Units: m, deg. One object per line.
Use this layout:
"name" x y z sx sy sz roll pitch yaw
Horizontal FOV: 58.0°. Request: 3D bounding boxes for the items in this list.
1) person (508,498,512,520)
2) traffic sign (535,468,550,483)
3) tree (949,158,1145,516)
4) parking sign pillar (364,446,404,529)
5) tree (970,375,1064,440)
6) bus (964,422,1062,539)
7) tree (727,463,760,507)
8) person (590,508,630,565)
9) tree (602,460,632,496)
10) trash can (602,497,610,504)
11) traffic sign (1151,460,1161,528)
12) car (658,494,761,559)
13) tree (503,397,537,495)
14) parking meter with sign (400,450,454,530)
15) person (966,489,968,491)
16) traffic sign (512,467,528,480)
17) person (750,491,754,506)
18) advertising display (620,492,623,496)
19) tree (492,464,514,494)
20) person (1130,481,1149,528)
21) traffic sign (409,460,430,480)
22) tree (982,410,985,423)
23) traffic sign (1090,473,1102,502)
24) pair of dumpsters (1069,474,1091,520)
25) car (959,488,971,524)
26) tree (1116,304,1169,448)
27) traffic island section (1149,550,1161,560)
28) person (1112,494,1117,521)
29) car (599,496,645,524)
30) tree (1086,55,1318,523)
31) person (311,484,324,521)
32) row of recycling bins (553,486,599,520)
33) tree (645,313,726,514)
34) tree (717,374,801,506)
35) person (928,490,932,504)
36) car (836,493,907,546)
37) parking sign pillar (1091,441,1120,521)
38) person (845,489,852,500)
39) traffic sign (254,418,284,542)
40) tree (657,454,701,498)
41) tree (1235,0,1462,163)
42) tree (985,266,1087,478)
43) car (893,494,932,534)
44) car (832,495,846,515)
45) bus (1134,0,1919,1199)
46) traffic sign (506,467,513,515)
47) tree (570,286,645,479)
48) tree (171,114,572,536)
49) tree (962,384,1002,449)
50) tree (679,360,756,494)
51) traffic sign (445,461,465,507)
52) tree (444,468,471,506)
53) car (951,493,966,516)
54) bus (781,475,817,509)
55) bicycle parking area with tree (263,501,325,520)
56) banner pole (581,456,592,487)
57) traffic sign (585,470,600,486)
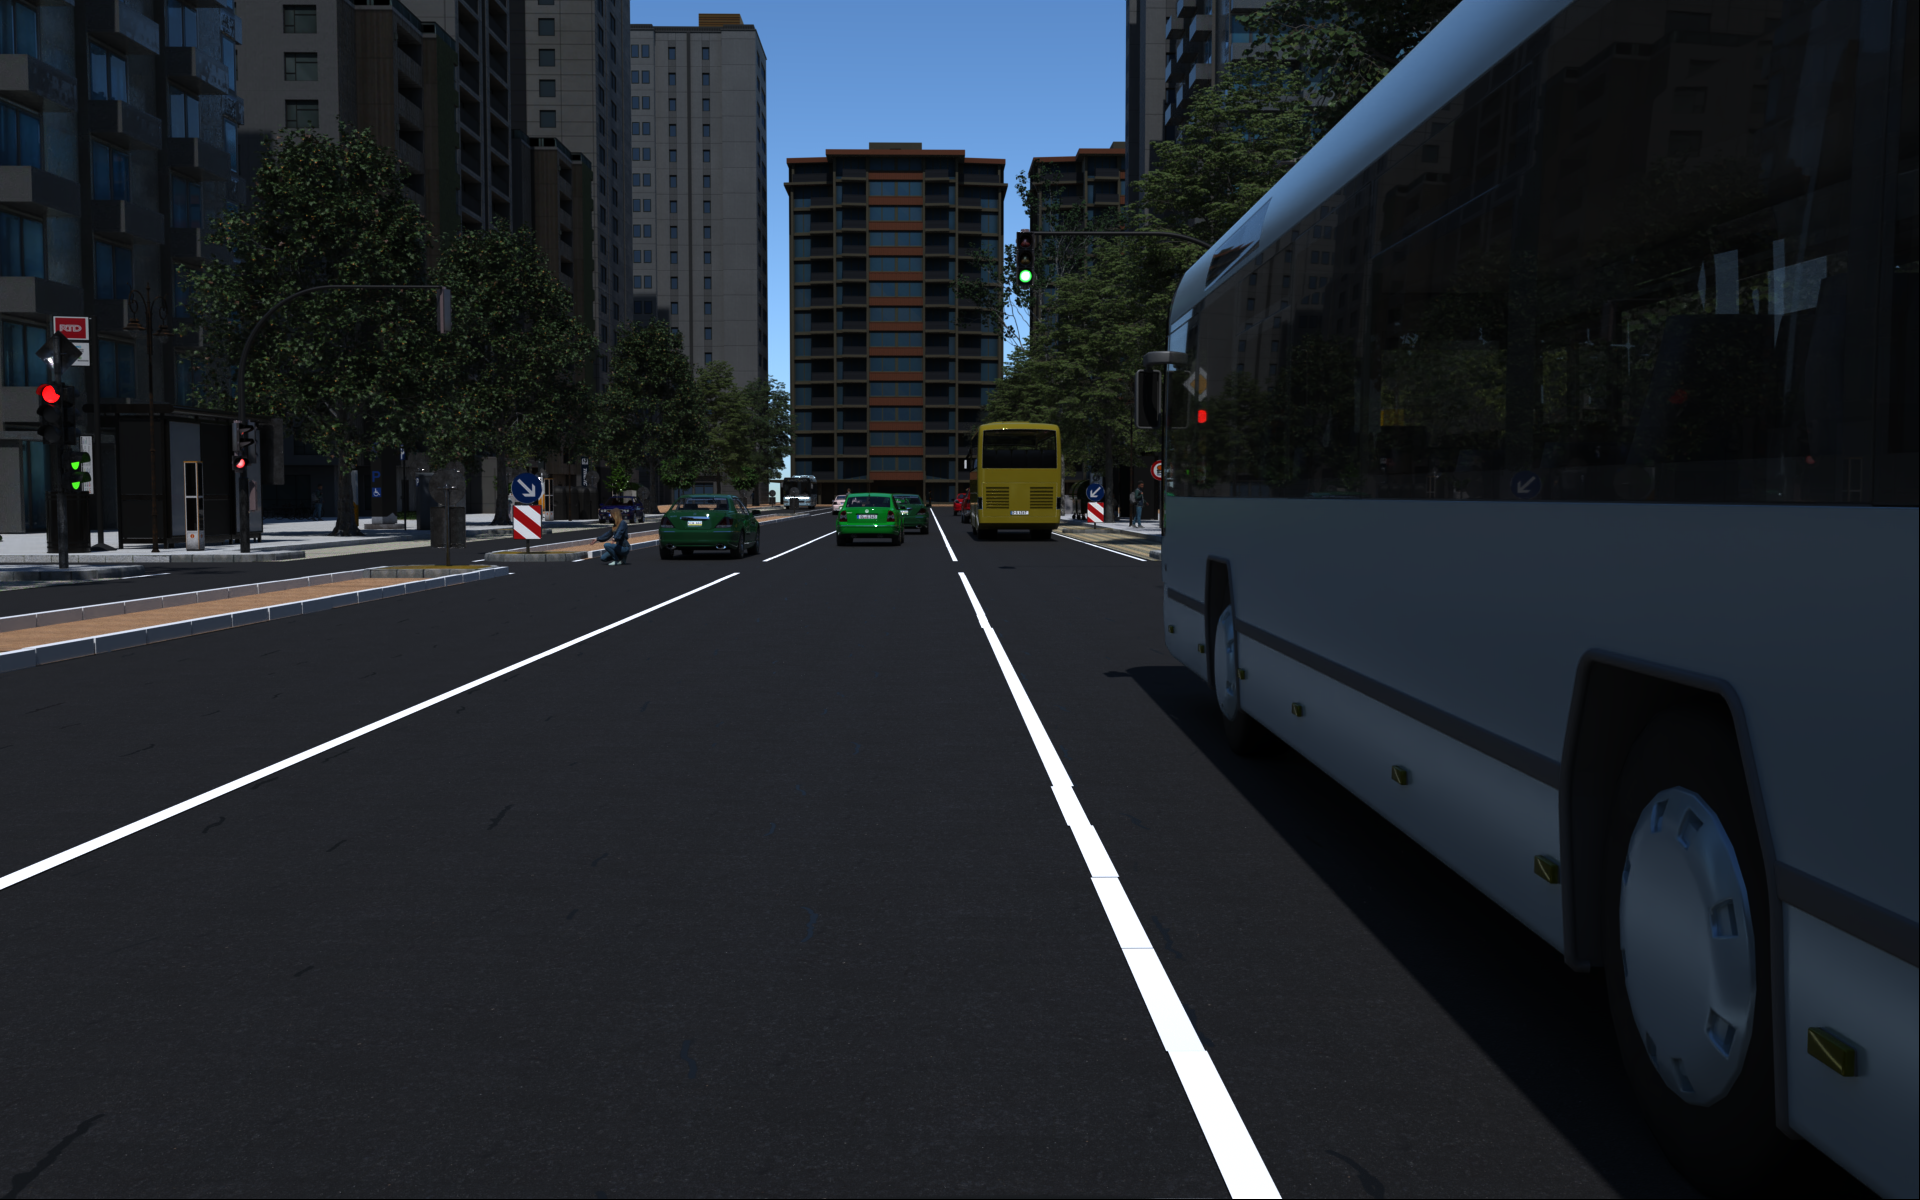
"person" -21.372 -4.377 81.886 0.425 1.301 0.394 -1 4 -12
"traffic sign" -20.864 -5.303 86.433 0.795 2.593 0.064 0 4 2
"tree" 4.728 -14.979 100.788 12.611 20.169 13.585 0 3 0
"parking sign pillar" -21.199 -4.601 63.703 1.447 3.967 1.447 0 4 5
"tree" 5.491 -14.796 158.916 9.611 12.733 9.660 0 3 0
"bus" 1.681 -4.058 57.899 2.896 3.916 12.252 0 4 -1
"tree" -21.801 -11.666 174.447 4.285 4.588 4.351 0 3 0
"person" -6.996 -1.280 34.920 0.738 1.151 1.012 -1 4 -23
"tree" -19.278 -6.285 97.363 1.663 3.219 1.824 0 3 0
"trash can" -18.549 -4.884 91.508 0.748 1.137 0.748 0 3 0
"traffic sign" 7.507 -3.956 64.782 0.768 2.556 0.104 0 4 3
"car" -5.696 -1.702 39.628 2.131 1.459 4.920 0 4 0
"tree" -27.998 -9.676 108.566 4.737 8.622 4.395 0 3 0
"parking meter with sign" -18.943 -3.998 61.623 1.738 3.016 0.543 -3 4 -37
"person" 0.469 -6.138 109.085 0.641 1.798 0.478 0 4 2
"traffic sign" -20.372 -4.896 80.154 0.768 2.556 0.104 0 4 5
"person" -23.089 -11.342 193.933 1.348 1.826 0.705 3 5 43
"advertising display" -19.553 -5.795 99.964 0.123 1.923 0.974 0 4 -7
"tree" -26.405 -6.522 101.240 1.663 3.219 1.824 0 3 0
"person" 6.711 -3.578 64.886 0.721 1.781 0.623 0 4 5
"traffic sign" -19.937 -3.900 63.875 0.768 2.556 0.104 0 4 2
"tree" 5.258 -12.600 124.138 7.486 12.596 7.792 0 3 0
"traffic sign" 6.478 -4.907 82.362 0.606 2.300 0.079 0 4 2
"pair of dumpsters" 6.420 -5.154 86.760 1.574 2.255 4.437 0 4 -1
"car" 1.124 -4.704 85.579 2.281 1.827 5.304 0 4 -2
"tree" 7.613 -6.612 58.468 4.360 8.622 3.978 0 3 0
"traffic island section" 5.295 -0.979 38.292 2.009 0.180 2.903 0 4 -1
"person" 7.061 -4.280 80.290 0.475 1.303 0.640 -2 4 -32
"car" -16.512 -4.403 84.572 1.945 1.354 3.894 0 4 -1
"tree" 7.392 -7.809 45.797 7.486 12.596 7.792 0 3 0
"person" -30.661 -4.672 82.780 0.721 1.781 0.623 -3 5 -40
"row of recycling bins" -19.220 -4.852 86.440 1.069 1.692 3.534 2 4 23
"tree" -19.690 -11.814 110.160 9.611 12.733 9.660 0 3 0
"tree" -21.852 -17.014 184.838 9.857 13.997 8.962 0 3 0
"person" -2.988 -10.173 174.459 0.705 1.869 1.348 0 4 4
"car" -2.513 -2.473 49.224 1.959 1.807 4.718 0 4 0
"parking sign pillar" 6.985 -5.810 83.461 1.447 3.967 1.447 0 4 6
"person" -7.303 -6.321 112.119 0.573 1.790 0.520 3 4 38
"traffic sign" -19.186 -3.202 46.224 2.265 3.308 0.079 0 4 -1
"tree" -20.493 -8.753 126.819 4.285 4.588 4.351 0 3 0
"tree" 7.882 -6.893 19.362 9.857 13.997 8.962 0 3 0
"tree" 6.511 -9.676 76.326 7.486 12.596 7.792 0 3 0
"car" -2.075 -3.130 62.978 2.131 1.459 4.920 0 4 -2
"car" -7.827 -6.565 119.705 2.083 1.381 4.827 0 4 -1
"bus" 2.699 -0.722 6.669 2.948 3.499 13.247 0 3 0
"traffic sign" -21.096 -4.931 80.732 0.768 2.556 0.104 0 4 -1
"tree" -18.856 -9.423 71.070 9.611 12.733 9.660 0 3 0
"tree" -18.943 -8.306 52.808 9.611 12.733 9.660 0 3 0
"tree" 5.186 -16.597 181.729 12.009 13.543 11.850 0 3 0
"tree" -20.903 -13.998 146.994 7.486 12.596 7.792 0 3 0
"traffic sign" -19.140 -4.007 65.623 0.768 2.556 0.104 0 4 3
"tree" -23.133 -5.123 78.362 1.663 3.219 1.824 0 3 0
"car" 0.468 -6.567 116.408 2.155 1.783 4.494 0 4 0
"bus" -15.264 -10.445 165.643 2.948 3.499 13.247 0 4 -2
"bicycle parking area with tree" -36.820 -6.237 88.981 9.016 4.147 8.231 0 3 0
"banner pole" -21.816 -6.820 101.532 0.863 3.779 0.401 -2 4 -34
"traffic sign" -19.818 -5.705 93.388 0.768 2.556 0.104 0 4 3
